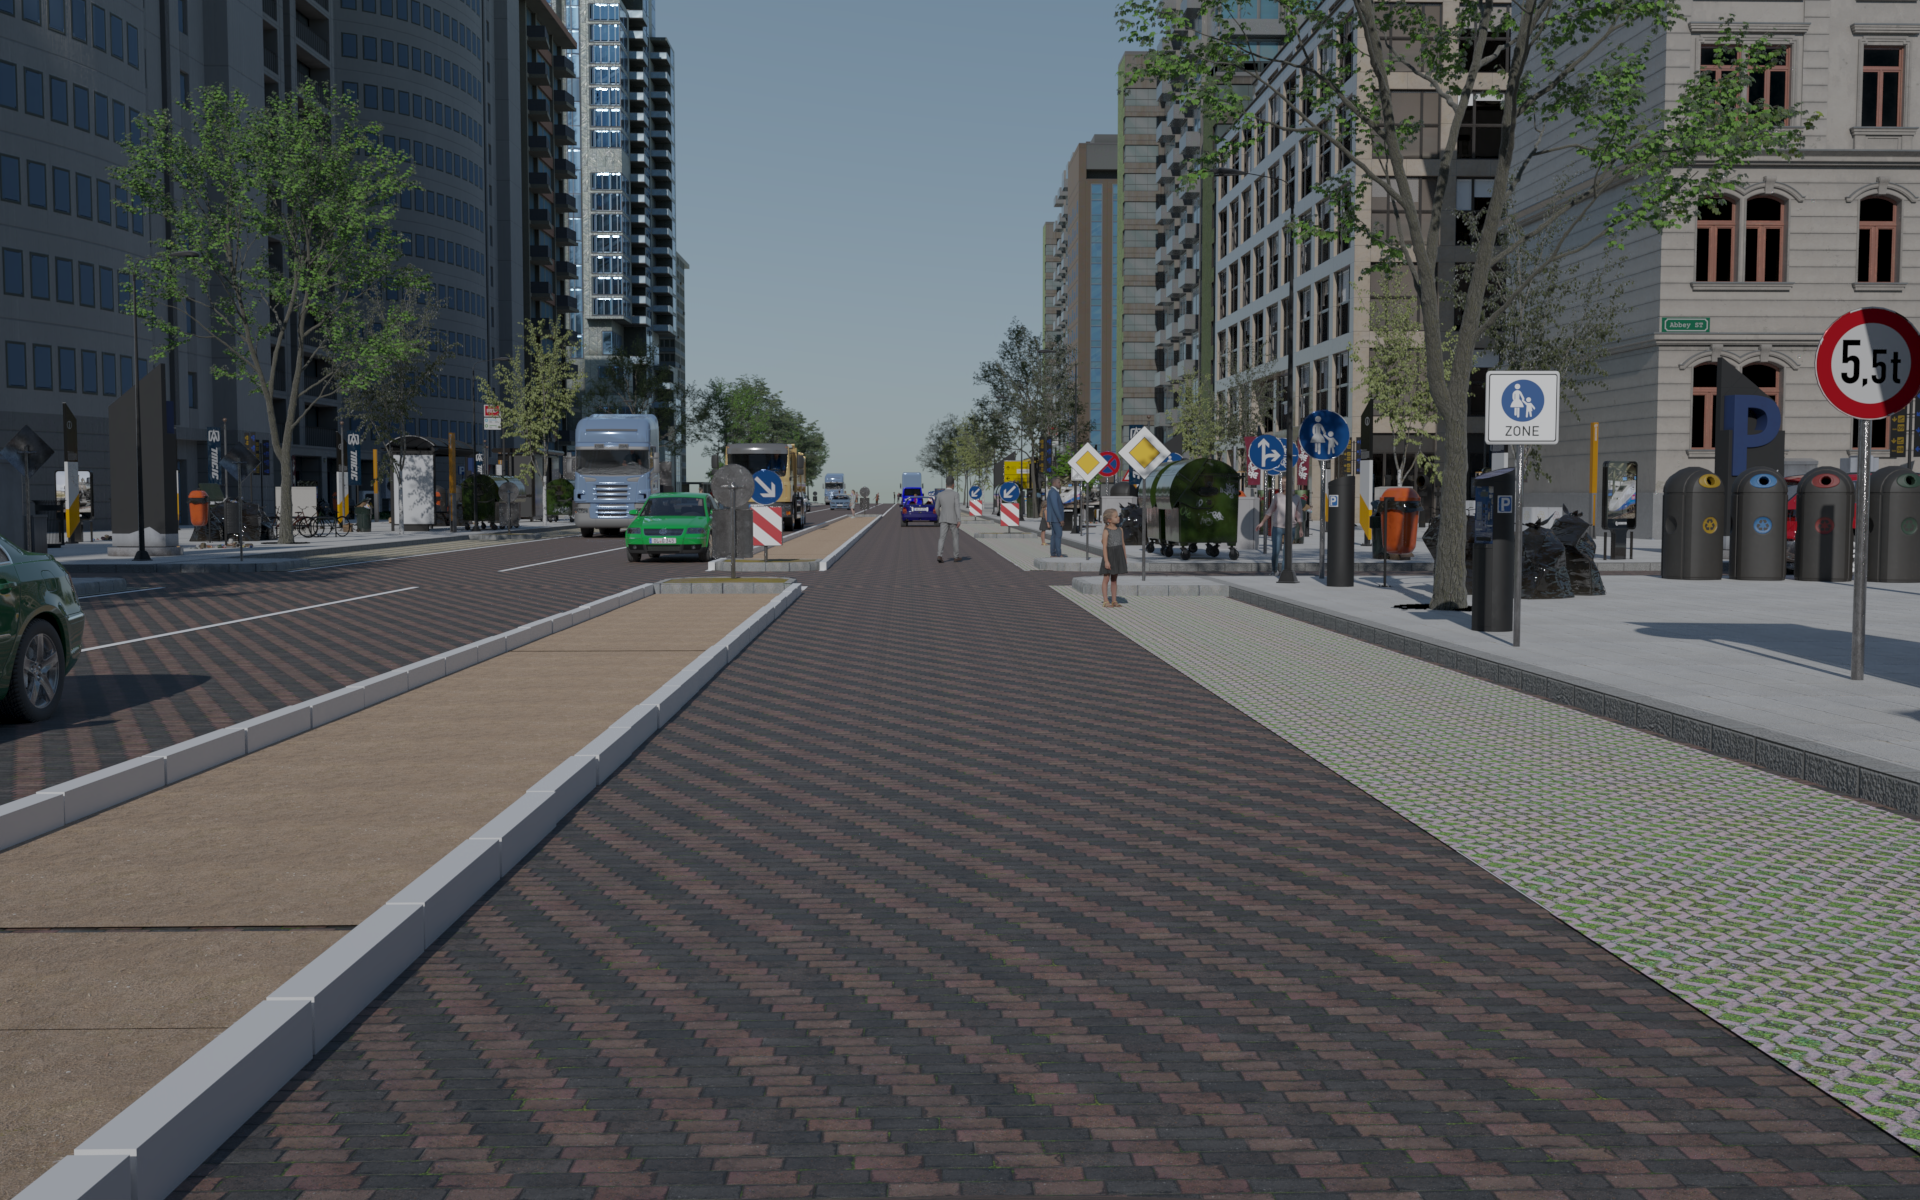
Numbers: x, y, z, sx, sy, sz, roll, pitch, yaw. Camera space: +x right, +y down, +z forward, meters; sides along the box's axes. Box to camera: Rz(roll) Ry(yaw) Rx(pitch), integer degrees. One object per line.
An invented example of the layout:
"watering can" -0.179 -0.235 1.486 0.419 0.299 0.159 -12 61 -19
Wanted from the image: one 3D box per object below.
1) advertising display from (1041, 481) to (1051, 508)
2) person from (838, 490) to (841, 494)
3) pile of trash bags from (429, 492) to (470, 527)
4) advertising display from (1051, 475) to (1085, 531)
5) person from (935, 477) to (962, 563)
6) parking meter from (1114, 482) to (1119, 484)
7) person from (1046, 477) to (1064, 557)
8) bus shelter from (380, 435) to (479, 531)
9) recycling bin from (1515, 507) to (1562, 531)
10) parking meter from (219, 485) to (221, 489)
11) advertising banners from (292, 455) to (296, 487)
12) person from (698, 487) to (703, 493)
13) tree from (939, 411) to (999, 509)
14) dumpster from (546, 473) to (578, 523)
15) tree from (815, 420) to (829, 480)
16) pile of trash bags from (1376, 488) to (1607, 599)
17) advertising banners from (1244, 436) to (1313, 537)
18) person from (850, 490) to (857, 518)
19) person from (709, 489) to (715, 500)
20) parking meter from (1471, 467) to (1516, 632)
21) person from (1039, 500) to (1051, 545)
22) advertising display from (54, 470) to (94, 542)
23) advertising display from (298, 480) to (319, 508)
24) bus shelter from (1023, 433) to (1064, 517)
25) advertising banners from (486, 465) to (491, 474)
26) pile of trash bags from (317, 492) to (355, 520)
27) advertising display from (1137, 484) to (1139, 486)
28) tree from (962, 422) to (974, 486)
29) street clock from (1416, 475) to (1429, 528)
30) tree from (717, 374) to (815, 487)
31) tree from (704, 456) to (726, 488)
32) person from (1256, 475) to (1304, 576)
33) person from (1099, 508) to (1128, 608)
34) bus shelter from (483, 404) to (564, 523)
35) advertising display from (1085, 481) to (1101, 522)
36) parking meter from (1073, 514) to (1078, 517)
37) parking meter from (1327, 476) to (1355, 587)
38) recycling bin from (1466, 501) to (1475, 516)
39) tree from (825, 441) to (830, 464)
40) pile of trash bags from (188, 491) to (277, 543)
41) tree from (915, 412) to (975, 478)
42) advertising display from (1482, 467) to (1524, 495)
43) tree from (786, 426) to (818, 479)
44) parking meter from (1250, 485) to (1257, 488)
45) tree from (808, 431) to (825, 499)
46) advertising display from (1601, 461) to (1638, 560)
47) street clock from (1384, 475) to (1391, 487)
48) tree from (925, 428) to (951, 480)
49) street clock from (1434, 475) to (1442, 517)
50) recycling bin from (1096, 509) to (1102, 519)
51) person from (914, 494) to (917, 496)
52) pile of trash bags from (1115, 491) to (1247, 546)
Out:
"advertising display" 4.468 -4.907 85.448 0.974 1.923 0.123 2 4 23
"person" -12.917 -10.802 185.119 0.705 1.824 1.348 2 4 27
"pile of trash bags" -20.918 -3.666 69.691 1.912 1.369 3.447 -2 4 -25
"advertising display" 3.731 -3.347 59.937 0.974 1.923 0.123 1 4 17
"person" -0.242 -1.678 36.211 0.678 1.792 0.850 2 4 24
"parking meter" 7.289 -4.544 80.012 0.399 1.863 0.255 1 4 12
"person" 2.075 -1.762 37.490 0.419 1.800 0.721 -1 4 -13
"bus shelter" -18.894 -4.165 62.018 2.014 3.302 5.546 0 4 -2
"recycling bin" 11.066 -1.270 33.311 0.722 1.027 0.722 -1 4 -21
"parking meter" -28.498 -3.703 66.247 0.399 1.863 0.255 -2 4 -35
"advertising banners" -30.111 -4.994 77.836 0.090 3.025 2.074 -2 4 -34
"person" -13.354 -4.949 89.761 0.599 1.781 0.374 -1 4 -11
"tree" 1.220 -12.471 154.260 4.737 8.622 4.395 0 3 0
"dumpster" -17.940 -4.641 78.373 1.502 2.255 1.985 0 4 -2
"tree" -23.844 -21.364 255.953 9.857 13.997 8.962 0 3 0
"pile of trash bags" 6.795 -0.799 22.817 1.912 1.369 3.447 -2 4 -31
"advertising banners" 9.548 -3.415 52.019 2.074 3.025 0.090 1 4 19
"person" -6.332 -5.702 102.726 0.522 1.701 0.512 -2 4 -28
"person" -15.804 -6.245 110.572 1.348 1.831 0.705 3 4 39
"parking meter" 4.999 -0.478 16.229 0.372 1.533 0.369 0 3 0
"person" 2.376 -2.140 48.164 0.373 1.253 0.362 -1 4 -10
"advertising display" -23.527 -2.496 46.026 0.974 1.923 0.123 0 3 0
"advertising display" -30.274 -4.602 80.456 0.123 1.923 0.974 3 4 38
"bus shelter" 4.830 -7.478 99.895 2.179 5.291 8.768 0 4 -2
"advertising banners" -28.779 -6.507 102.578 2.074 3.025 0.090 -2 4 -33
"pile of trash bags" -31.179 -4.691 86.451 1.912 1.369 3.447 -2 4 -24
"advertising display" 10.756 -5.981 103.011 0.974 1.923 0.123 1 4 23
"tree" 2.412 -10.446 121.158 4.360 8.622 3.978 0 3 0
"street clock" 17.631 -3.759 66.031 0.358 2.002 0.471 -2 4 -32
"tree" -21.222 -16.870 182.471 9.857 13.997 8.962 0 3 0
"tree" -19.705 -9.878 145.212 4.285 4.588 4.351 0 3 0
"person" 5.152 -1.153 28.030 0.731 1.740 0.598 0 4 1
"person" 1.947 -0.528 21.806 0.362 1.253 0.373 -2 4 -31
"bus shelter" -20.283 -6.275 80.224 2.179 5.291 8.768 0 4 -2
"advertising display" 5.942 -4.523 79.162 0.974 1.923 0.123 1 4 19
"parking meter" 6.464 -5.454 97.582 0.372 1.533 0.369 0 3 0
"parking meter" 5.284 -0.955 24.019 0.372 1.533 0.369 0 3 0
"recycling bin" 19.779 -3.313 66.722 0.722 1.027 0.722 -2 4 -33
"tree" -23.688 -20.936 268.057 9.928 11.665 9.643 0 3 0
"pile of trash bags" -19.958 -2.271 46.886 1.912 1.369 3.447 0 4 0
"tree" -1.614 -21.224 257.380 12.009 13.543 11.850 0 3 0
"advertising display" 13.067 -2.234 41.742 0.974 1.923 0.123 0 4 4
"tree" -22.699 -18.384 234.986 7.601 10.594 8.767 -1 4 -15
"parking meter" 14.268 -4.790 84.032 0.255 1.863 0.399 2 4 34
"tree" -22.123 -17.015 203.945 9.928 11.665 9.643 0 3 0
"advertising display" 12.872 -1.749 33.813 0.974 1.923 0.123 -2 4 -35
"street clock" 16.291 -3.763 66.090 0.358 2.002 0.471 1 4 10
"tree" 0.793 -16.109 197.787 7.601 10.594 8.767 1 4 16
"street clock" 18.258 -3.766 66.136 0.358 2.002 0.471 1 4 14
"recycling bin" 7.503 -4.758 90.341 0.722 1.027 0.722 1 4 20
"person" -3.043 -6.372 115.903 0.599 1.433 0.991 -1 4 -17
"pile of trash bags" 5.508 -2.072 43.630 3.447 1.369 1.912 1 4 11
